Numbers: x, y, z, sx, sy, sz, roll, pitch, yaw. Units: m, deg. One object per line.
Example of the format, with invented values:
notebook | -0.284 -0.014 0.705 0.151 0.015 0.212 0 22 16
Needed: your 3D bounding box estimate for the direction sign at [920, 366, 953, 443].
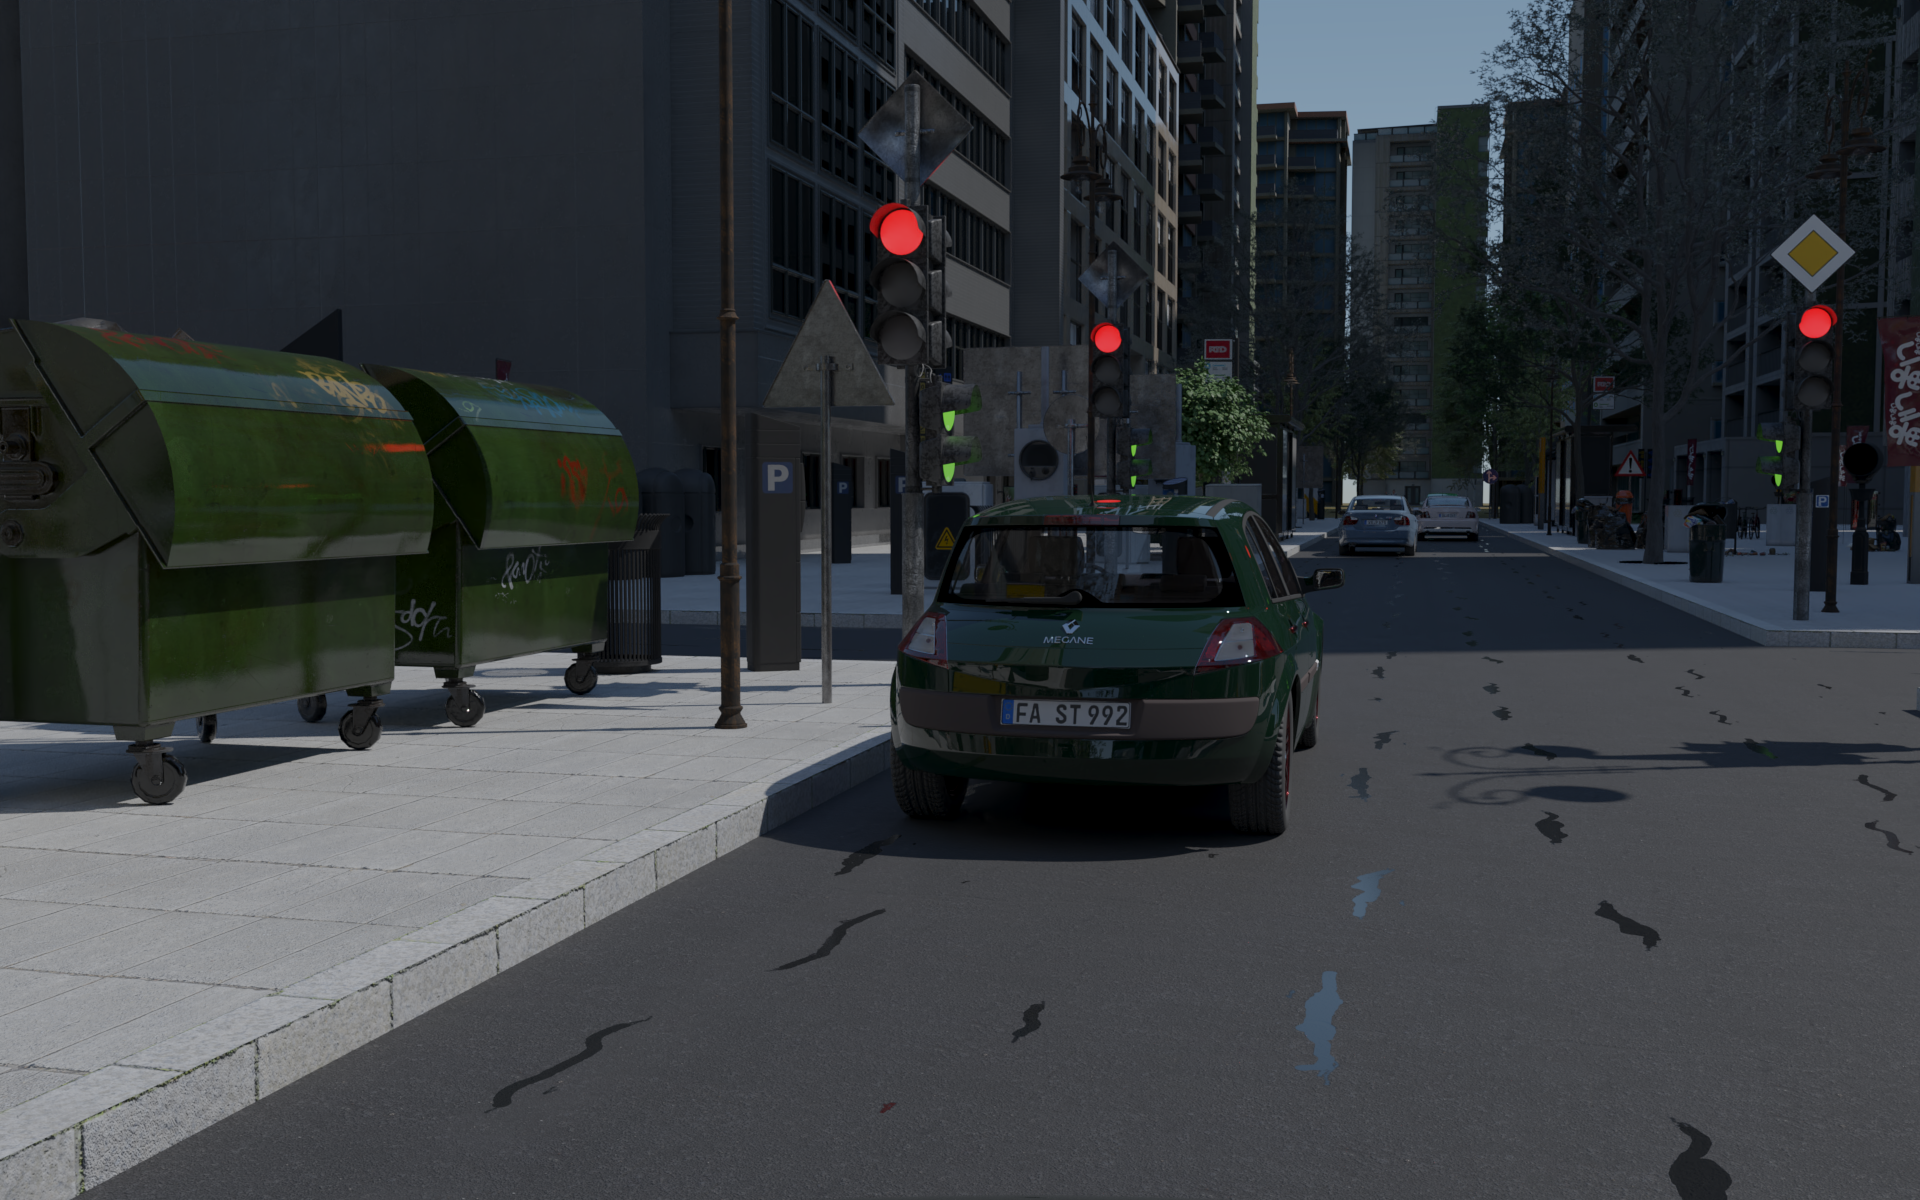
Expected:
direction sign | -0.508 -2.362 30.619 0.876 3.537 0.379 -2 4 -33

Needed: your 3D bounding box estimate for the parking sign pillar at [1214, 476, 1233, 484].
parking sign pillar | 9.181 -4.260 58.117 1.447 3.967 1.447 1 4 14

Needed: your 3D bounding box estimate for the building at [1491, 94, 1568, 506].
building | 70.975 -32.428 184.814 28.867 44.769 22.147 1 4 14

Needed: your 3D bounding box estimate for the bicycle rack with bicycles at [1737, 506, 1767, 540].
bicycle rack with bicycles | 22.184 -2.254 50.230 2.852 0.926 2.925 3 5 40

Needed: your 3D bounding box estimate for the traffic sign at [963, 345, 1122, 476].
traffic sign | 1.113 -1.832 23.831 2.265 3.308 0.079 1 4 19

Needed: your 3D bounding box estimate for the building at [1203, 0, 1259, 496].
building | 14.708 -27.354 130.827 14.154 41.232 14.086 1 4 14

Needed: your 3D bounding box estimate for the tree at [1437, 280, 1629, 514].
tree | 26.838 -9.503 81.133 9.928 11.665 9.643 0 3 0

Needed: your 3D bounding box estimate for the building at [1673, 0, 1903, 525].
building | 43.819 -38.889 74.092 20.563 71.187 20.611 1 4 14

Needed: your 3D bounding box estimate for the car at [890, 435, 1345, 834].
car | 0.919 0.058 8.838 2.009 1.686 4.222 1 4 14

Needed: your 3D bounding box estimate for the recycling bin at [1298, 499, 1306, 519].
recycling bin | 17.555 -4.748 90.178 0.722 1.027 0.722 -1 4 -15

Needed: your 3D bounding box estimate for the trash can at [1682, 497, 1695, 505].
trash can | 33.687 -4.199 80.312 0.748 1.137 0.748 0 3 0

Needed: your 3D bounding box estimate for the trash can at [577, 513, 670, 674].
trash can | -2.466 -0.053 12.516 0.748 1.137 0.748 0 3 0

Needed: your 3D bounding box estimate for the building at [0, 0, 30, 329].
building | -26.725 -10.672 39.114 19.286 19.102 10.561 1 4 14

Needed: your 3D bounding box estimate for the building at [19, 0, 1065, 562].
building | -6.903 -13.796 44.627 14.314 24.678 30.058 1 4 14

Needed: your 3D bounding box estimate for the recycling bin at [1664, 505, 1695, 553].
recycling bin | 15.956 -1.567 38.179 0.722 1.027 0.722 1 4 16

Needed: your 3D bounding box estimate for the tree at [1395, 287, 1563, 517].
tree | 29.277 -10.836 95.298 7.486 12.596 7.792 0 3 0

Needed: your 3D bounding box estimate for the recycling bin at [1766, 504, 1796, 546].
recycling bin | 20.489 -1.861 42.983 0.722 1.027 0.722 3 5 41

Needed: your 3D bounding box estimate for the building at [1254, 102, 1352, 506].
building | 28.967 -33.080 195.475 28.867 44.769 22.147 1 4 14

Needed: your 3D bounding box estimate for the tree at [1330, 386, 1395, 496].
tree | 35.628 -14.315 152.180 7.486 12.596 7.792 0 3 0

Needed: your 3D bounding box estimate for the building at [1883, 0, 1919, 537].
building | 35.601 -17.101 51.310 14.160 30.474 14.107 1 4 14

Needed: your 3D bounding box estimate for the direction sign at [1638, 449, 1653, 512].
direction sign | 34.304 -5.793 86.705 0.876 3.537 0.379 -1 4 -15

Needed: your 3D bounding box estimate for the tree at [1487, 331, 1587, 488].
tree | 24.254 -7.484 72.728 4.737 8.622 4.395 0 3 0

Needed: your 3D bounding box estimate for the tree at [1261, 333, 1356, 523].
tree | 15.086 -7.719 76.574 4.737 8.622 4.395 0 3 0

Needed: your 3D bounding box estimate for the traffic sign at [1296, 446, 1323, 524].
traffic sign | 14.231 -4.860 73.335 2.265 3.308 0.079 2 4 24

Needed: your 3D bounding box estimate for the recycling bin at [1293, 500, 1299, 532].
recycling bin | 10.870 -2.813 58.554 0.722 1.027 0.722 -1 4 -23

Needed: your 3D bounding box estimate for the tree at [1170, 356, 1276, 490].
tree | 5.732 -3.494 40.837 4.285 4.588 4.351 0 3 0

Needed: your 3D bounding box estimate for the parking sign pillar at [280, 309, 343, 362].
parking sign pillar | -9.658 -2.265 25.510 1.447 3.967 1.447 0 4 5

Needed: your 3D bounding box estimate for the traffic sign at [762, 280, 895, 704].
traffic sign | -0.816 -0.645 10.550 0.884 2.594 0.081 1 4 21

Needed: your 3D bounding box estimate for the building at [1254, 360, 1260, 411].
building | 11.813 -51.340 152.084 31.000 86.520 22.319 1 4 14

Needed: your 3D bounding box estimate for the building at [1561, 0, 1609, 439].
building | 58.295 -30.235 144.450 14.600 45.320 14.200 1 4 14

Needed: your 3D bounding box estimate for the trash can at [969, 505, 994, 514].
trash can | 0.486 -0.619 21.776 0.748 1.137 0.748 0 3 0

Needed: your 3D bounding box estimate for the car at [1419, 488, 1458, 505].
car | 20.922 -4.056 75.104 1.959 1.807 4.718 1 4 16

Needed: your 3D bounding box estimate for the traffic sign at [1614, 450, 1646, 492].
traffic sign | 19.822 -3.135 51.259 0.884 2.594 0.081 1 4 16

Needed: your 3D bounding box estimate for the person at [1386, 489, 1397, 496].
person | 27.243 -6.126 109.459 0.742 1.727 0.445 1 4 17

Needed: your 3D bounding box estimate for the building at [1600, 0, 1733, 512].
building | 48.183 -28.868 95.688 21.300 48.544 21.600 1 4 14

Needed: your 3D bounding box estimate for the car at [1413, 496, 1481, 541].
car | 15.224 -2.557 54.167 2.083 1.381 4.827 1 4 15

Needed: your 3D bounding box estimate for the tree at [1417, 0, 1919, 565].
tree | 12.911 -7.406 31.452 12.009 13.543 11.850 0 3 0

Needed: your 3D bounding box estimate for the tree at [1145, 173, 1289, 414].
tree | 12.516 -9.493 65.579 12.009 13.543 11.850 0 3 0

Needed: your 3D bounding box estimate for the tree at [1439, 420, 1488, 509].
tree | 43.415 -12.121 148.532 4.360 8.622 3.978 0 3 0

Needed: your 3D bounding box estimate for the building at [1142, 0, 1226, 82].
building | 4.988 -27.877 110.412 22.147 44.769 28.867 1 4 14

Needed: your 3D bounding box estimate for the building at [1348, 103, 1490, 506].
building | 49.117 -30.739 186.174 14.086 41.232 14.154 1 4 14

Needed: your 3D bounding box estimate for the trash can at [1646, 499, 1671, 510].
trash can | 21.501 -2.549 53.336 0.748 1.137 0.748 0 3 0

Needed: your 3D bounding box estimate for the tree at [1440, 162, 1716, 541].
tree | 16.528 -6.867 46.694 7.601 10.594 8.767 1 4 21

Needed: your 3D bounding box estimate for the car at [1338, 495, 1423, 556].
car | 10.052 -1.805 41.522 2.014 1.417 4.499 1 4 16

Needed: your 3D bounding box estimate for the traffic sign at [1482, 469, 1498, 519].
traffic sign | 26.744 -5.338 87.378 0.768 2.556 0.104 1 4 19

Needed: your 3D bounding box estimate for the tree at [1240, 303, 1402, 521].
tree | 17.095 -9.146 83.946 8.767 10.594 7.601 0 4 2

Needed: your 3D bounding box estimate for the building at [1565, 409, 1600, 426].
building | 55.909 -49.390 120.201 22.319 86.520 31.000 1 4 14

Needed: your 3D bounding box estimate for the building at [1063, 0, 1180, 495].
building | -2.158 -16.652 76.773 19.350 26.468 34.151 1 4 14
